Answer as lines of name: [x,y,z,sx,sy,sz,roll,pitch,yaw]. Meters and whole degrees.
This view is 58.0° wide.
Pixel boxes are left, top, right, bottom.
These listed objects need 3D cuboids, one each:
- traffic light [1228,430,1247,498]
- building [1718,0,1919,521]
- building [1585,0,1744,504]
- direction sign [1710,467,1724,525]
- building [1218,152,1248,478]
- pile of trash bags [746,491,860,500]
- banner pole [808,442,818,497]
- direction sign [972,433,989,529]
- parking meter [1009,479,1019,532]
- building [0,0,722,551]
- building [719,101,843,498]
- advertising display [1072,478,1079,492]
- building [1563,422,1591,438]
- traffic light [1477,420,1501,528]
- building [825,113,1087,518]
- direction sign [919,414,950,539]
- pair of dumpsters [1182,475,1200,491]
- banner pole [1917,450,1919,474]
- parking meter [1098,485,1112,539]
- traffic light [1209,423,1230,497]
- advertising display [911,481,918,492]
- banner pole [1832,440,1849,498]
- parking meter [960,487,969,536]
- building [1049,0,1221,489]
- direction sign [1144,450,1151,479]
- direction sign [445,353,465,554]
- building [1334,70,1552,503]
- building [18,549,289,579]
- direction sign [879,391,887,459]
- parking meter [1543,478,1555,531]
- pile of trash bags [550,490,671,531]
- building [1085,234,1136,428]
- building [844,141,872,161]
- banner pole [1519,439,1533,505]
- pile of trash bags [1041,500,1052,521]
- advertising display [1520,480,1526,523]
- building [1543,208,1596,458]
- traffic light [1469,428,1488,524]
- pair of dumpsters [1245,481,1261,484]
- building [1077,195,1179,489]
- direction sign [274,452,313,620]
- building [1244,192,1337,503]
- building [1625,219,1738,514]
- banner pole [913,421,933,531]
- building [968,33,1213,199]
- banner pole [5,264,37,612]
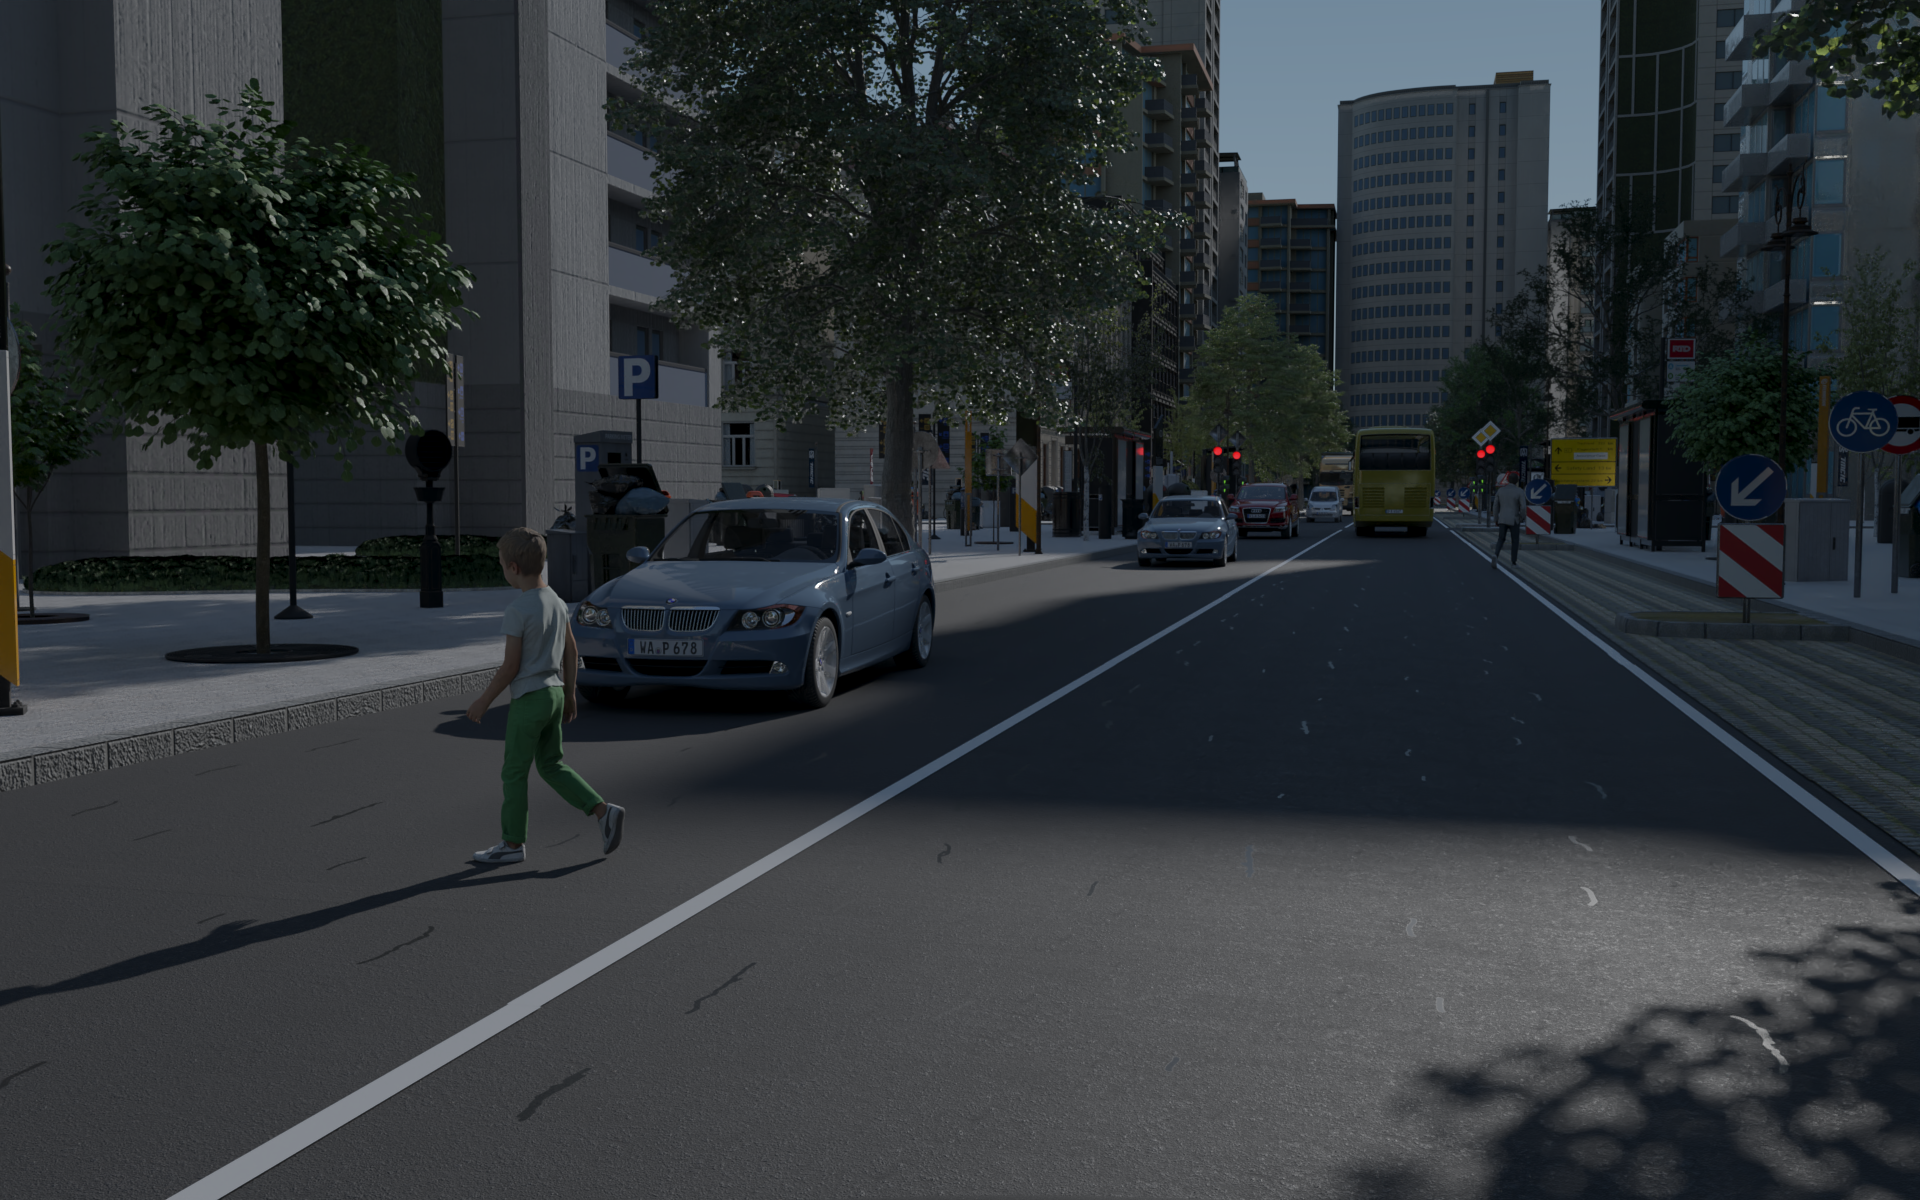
traffic light: [12.244,-5.353,76.435,0.839,4.253,0.868,1,4,14]
building: [55.716,-28.698,88.828,30.456,49.044,23.786,1,4,14]
building: [69.507,-44.315,162.809,20.563,71.187,20.611,1,4,14]
direction sign: [32.090,-4.942,72.804,0.876,3.537,0.379,3,4,39]
building: [27.444,-32.198,210.035,14.086,41.232,14.154,1,4,14]
pile of trash bags: [-4.956,-2.656,53.176,3.447,1.369,1.912,-2,4,-25]
banner pole: [-7.060,-5.723,83.591,0.401,3.779,0.863,2,4,31]
direction sign: [0.665,-4.393,63.820,0.876,3.537,0.379,-1,4,-23]
parking meter: [1.897,-3.264,59.073,0.399,1.863,0.255,1,4,10]
building: [-22.316,-31.250,52.929,28.212,58.520,21.231,1,4,14]
building: [-21.948,-16.572,104.240,30.059,22.955,16.112,1,4,14]
advertising display: [4.897,-3.992,70.484,0.123,1.923,0.974,3,5,40]
building: [78.068,-53.460,186.743,22.319,86.520,31.000,1,4,14]
traffic light: [20.212,-4.725,66.180,0.839,4.253,0.868,1,4,14]
building: [0.577,-16.187,100.821,11.583,22.565,21.152,1,4,14]
direction sign: [-0.729,-3.487,49.004,0.876,3.537,0.379,0,4,0]
pair of dumpsters: [11.016,-5.141,86.546,1.574,2.255,4.437,1,4,14]
banner pole: [39.901,-5.011,71.949,0.863,3.779,0.401,-2,4,-32]
parking meter: [4.140,-2.507,49.400,0.372,1.533,0.369,0,3,0]
traffic light: [10.266,-4.879,68.698,0.839,4.253,0.868,1,4,14]
advertising display: [-2.437,-4.838,84.309,0.974,1.923,0.123,-1,4,-21]
banner pole: [35.998,-4.948,70.919,0.863,3.779,0.401,0,4,-7]
parking meter: [0.194,-2.744,53.268,0.372,1.533,0.369,0,3,0]
building: [20.141,-46.083,191.716,20.563,71.187,20.611,1,4,14]
direction sign: [9.469,-5.984,89.829,0.876,3.537,0.379,2,4,27]
direction sign: [-8.213,-2.216,28.222,0.379,3.537,0.876,0,4,1]
building: [68.043,-43.114,246.915,28.212,58.520,21.231,1,4,14]
building: [-25.188,-29.072,17.332,21.231,58.520,28.212,1,4,14]
direction sign: [-1.481,-2.806,37.868,0.379,3.537,0.876,-3,5,-42]
parking meter: [20.765,-3.385,61.061,0.399,1.863,0.255,2,4,26]
pile of trash bags: [-7.767,-1.825,39.598,1.912,1.369,3.447,2,4,28]
building: [6.056,-16.613,120.772,9.793,20.994,18.267,1,4,14]
building: [-8.281,-34.225,214.209,28.867,44.769,22.147,1,4,14]
banner pole: [25.819,-5.441,78.978,0.863,3.779,0.401,-1,4,-20]
pile of trash bags: [2.907,-4.410,81.852,3.447,1.369,1.912,-2,4,-28]
advertising display: [25.043,-4.394,77.056,0.123,1.923,0.974,1,4,23]
building: [88.064,-33.967,238.951,14.086,41.232,14.154,1,4,14]
traffic light: [22.191,-5.199,73.917,0.839,4.253,0.868,1,4,14]
pair of dumpsters: [20.890,-7.389,123.302,1.574,2.255,4.437,1,4,14]
building: [10.212,-18.827,137.501,12.332,23.373,15.834,1,4,14]
direction sign: [-6.872,-1.575,17.754,0.379,3.537,0.876,1,4,10]
building: [40.489,-36.706,254.768,28.867,44.769,22.147,1,4,14]
building: [62.638,-16.836,120.310,27.650,21.520,28.899,1,4,14]
banner pole: [-1.332,-4.246,59.435,0.863,3.779,0.401,0,4,-2]
building: [12.615,-31.458,168.955,22.147,44.769,28.867,1,4,14]
banner pole: [-10.518,-1.781,19.131,0.401,3.779,0.863,-2,4,-35]
